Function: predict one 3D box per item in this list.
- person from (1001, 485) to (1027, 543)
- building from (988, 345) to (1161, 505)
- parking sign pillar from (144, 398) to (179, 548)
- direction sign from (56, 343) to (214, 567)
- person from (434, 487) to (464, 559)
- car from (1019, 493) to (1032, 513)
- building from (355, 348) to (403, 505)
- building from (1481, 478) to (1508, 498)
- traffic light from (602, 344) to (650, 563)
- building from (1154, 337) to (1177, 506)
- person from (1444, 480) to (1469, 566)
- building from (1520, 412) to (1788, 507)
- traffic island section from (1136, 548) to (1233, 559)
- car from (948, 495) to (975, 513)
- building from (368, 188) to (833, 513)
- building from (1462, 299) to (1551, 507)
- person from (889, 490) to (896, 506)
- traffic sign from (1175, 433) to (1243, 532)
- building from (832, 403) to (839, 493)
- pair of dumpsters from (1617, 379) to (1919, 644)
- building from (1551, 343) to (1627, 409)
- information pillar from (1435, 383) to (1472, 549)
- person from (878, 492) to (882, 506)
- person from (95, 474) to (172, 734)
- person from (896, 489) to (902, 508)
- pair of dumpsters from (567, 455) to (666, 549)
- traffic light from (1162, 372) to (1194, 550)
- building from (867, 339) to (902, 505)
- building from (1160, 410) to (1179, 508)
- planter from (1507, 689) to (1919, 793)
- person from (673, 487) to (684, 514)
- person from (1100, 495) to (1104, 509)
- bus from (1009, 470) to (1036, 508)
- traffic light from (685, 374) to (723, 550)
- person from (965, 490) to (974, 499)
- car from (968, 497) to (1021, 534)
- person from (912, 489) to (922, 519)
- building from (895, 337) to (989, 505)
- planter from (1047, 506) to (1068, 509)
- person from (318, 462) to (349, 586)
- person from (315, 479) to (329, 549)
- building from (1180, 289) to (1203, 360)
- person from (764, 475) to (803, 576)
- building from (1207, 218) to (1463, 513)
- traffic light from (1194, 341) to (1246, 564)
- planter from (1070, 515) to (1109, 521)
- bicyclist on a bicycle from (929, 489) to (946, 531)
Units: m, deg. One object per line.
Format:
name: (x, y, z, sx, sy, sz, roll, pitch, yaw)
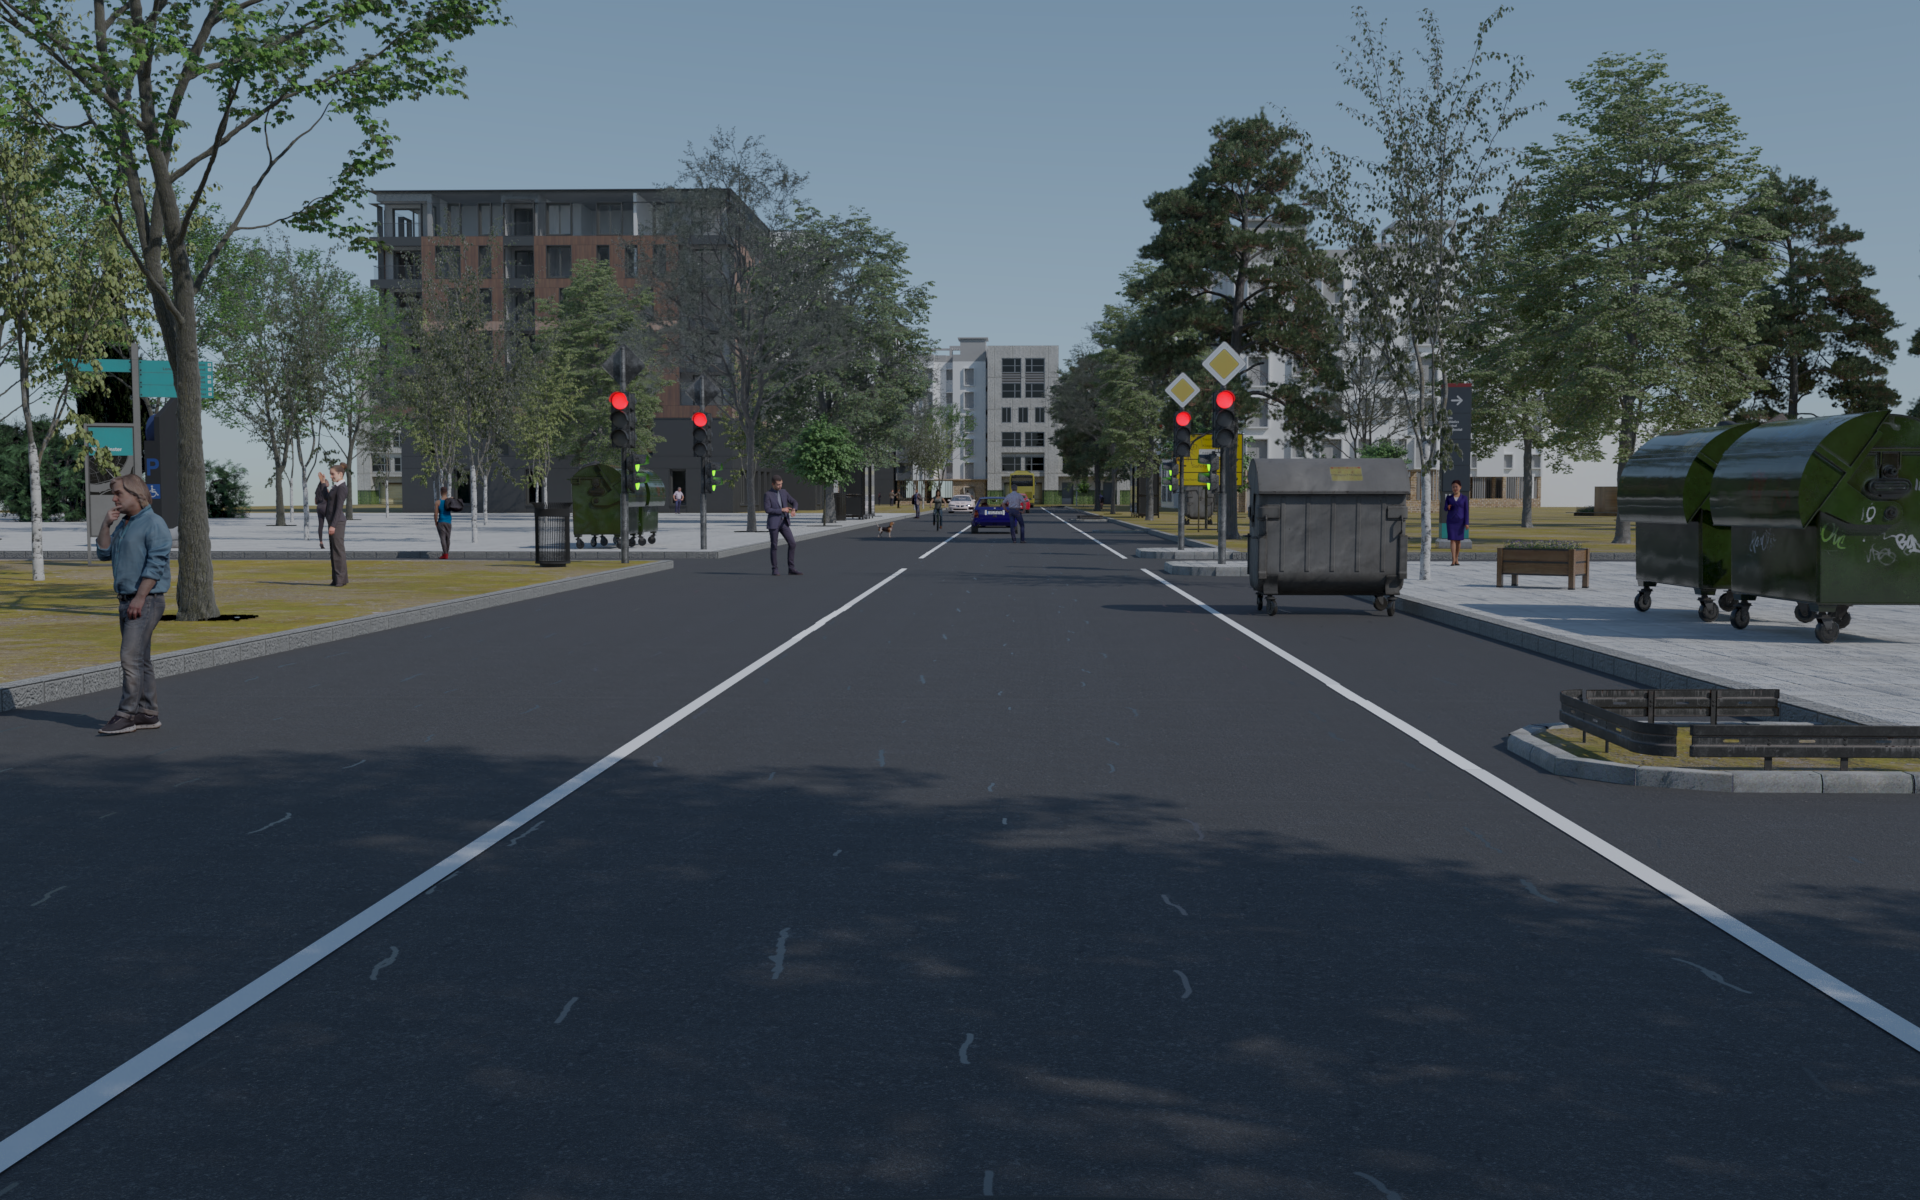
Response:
person: (1.629, -2.524, 50.704, 0.756, 1.711, 0.436, 2, 4, 30)
building: (19.313, -21.265, 214.135, 31.486, 18.905, 16.747, 0, 4, 2)
parking sign pillar: (-18.921, -3.237, 41.404, 1.447, 3.967, 1.447, 0, 4, 8)
direction sign: (-14.784, -2.602, 31.299, 2.525, 3.948, 1.411, -1, 4, -18)
person: (-11.313, -1.703, 38.216, 0.662, 1.594, 0.647, 3, 5, 42)
car: (4.323, -7.402, 130.067, 2.155, 1.783, 4.494, 0, 4, 1)
building: (-56.913, -21.437, 216.949, 31.486, 18.905, 16.747, 0, 4, 2)
building: (51.684, -22.900, 218.397, 32.646, 21.610, 27.936, 0, 4, 2)
traffic light: (-6.182, -2.612, 31.946, 0.839, 4.213, 0.868, 0, 4, 2)
building: (28.027, -19.570, 176.386, 16.016, 20.091, 11.380, 0, 4, 2)
person: (8.852, -1.373, 30.860, 0.453, 1.535, 0.546, 0, 4, -1)
building: (70.772, -14.376, 177.193, 28.070, 9.664, 9.099, 0, 4, 2)
traffic island section: (5.085, -1.064, 39.681, 2.009, 0.180, 2.903, 0, 4, 2)
car: (0.134, -7.212, 130.281, 2.083, 1.381, 4.827, 0, 4, 3)
building: (-25.241, -17.651, 132.571, 27.936, 21.610, 32.646, 0, 4, 2)
building: (50.598, -19.395, 173.527, 11.380, 20.091, 16.016, 0, 4, 2)
person: (-7.064, -10.796, 183.083, 0.750, 1.759, 0.617, -2, 4, -32)
traffic sign: (8.323, -3.920, 57.960, 2.265, 3.308, 0.079, 0, 4, 6)
building: (-15.872, -19.506, 175.339, 11.380, 20.091, 16.016, 0, 4, 2)
pair of dumpsters: (7.907, -0.874, 16.777, 1.574, 2.255, 4.436, 0, 4, 2)
building: (73.581, -21.769, 212.349, 11.380, 20.091, 16.016, 0, 4, 2)
information pillar: (11.647, -3.143, 40.765, 0.750, 3.857, 0.750, 1, 4, 9)
person: (-9.076, -11.377, 195.983, 0.415, 1.643, 0.593, -1, 4, -18)
person: (-4.982, 0.015, 10.468, 0.429, 1.552, 0.499, -1, 4, -23)
person: (-5.454, -9.120, 155.870, 0.721, 1.735, 1.217, 1, 4, 20)
pair of dumpsters: (-8.361, -2.430, 42.229, 1.574, 2.255, 4.436, 0, 4, 2)
traffic light: (5.046, -3.078, 39.570, 0.839, 4.213, 0.868, 0, 4, 2)
building: (-23.885, -23.124, 222.053, 32.646, 21.610, 27.936, 0, 4, 2)
building: (23.809, -13.135, 156.908, 9.099, 9.664, 28.070, 0, 4, 2)
planter: (4.049, 0.725, 9.291, 1.991, 0.319, 1.994, 0, 4, 2)
person: (-18.174, -6.421, 111.962, 0.756, 1.711, 0.436, -2, 4, -28)
person: (12.049, -8.526, 148.681, 0.697, 1.427, 0.421, 1, 4, 13)
bus: (6.490, -11.545, 180.312, 2.896, 3.916, 12.252, 0, 4, 2)
traffic light: (-5.910, -3.100, 39.927, 0.839, 4.213, 0.868, 0, 4, 2)
person: (0.782, -10.299, 176.885, 1.348, 1.824, 0.705, 0, 4, 1)
car: (1.269, -3.133, 63.802, 1.945, 1.354, 3.894, 0, 4, 1)
person: (-2.559, -5.625, 101.289, 0.431, 1.722, 0.655, -3, 4, -38)
building: (-2.087, -21.958, 215.436, 11.380, 20.091, 16.016, 0, 4, 2)
planter: (9.527, -9.090, 169.766, 1.991, 0.319, 1.994, 0, 4, 2)
person: (-8.811, -1.062, 24.204, 0.742, 1.727, 0.445, 2, 4, 30)
person: (-14.773, -2.017, 40.492, 0.593, 1.643, 0.415, -1, 4, -16)
building: (26.041, -17.136, 136.590, 16.016, 20.091, 11.380, 0, 4, 2)
person: (-3.088, -1.316, 30.462, 0.683, 1.767, 0.568, -3, 5, -41)
building: (26.305, -16.392, 124.422, 16.016, 20.091, 11.380, 0, 4, 2)
traffic light: (4.773, -2.590, 31.589, 0.839, 4.213, 0.868, 0, 4, 2)
planter: (6.866, -4.336, 92.031, 1.991, 0.319, 1.994, 0, 4, 2)
bicyclist on a bicycle: (-0.856, -3.491, 67.091, 1.499, 1.676, 1.625, 0, 4, 1)
